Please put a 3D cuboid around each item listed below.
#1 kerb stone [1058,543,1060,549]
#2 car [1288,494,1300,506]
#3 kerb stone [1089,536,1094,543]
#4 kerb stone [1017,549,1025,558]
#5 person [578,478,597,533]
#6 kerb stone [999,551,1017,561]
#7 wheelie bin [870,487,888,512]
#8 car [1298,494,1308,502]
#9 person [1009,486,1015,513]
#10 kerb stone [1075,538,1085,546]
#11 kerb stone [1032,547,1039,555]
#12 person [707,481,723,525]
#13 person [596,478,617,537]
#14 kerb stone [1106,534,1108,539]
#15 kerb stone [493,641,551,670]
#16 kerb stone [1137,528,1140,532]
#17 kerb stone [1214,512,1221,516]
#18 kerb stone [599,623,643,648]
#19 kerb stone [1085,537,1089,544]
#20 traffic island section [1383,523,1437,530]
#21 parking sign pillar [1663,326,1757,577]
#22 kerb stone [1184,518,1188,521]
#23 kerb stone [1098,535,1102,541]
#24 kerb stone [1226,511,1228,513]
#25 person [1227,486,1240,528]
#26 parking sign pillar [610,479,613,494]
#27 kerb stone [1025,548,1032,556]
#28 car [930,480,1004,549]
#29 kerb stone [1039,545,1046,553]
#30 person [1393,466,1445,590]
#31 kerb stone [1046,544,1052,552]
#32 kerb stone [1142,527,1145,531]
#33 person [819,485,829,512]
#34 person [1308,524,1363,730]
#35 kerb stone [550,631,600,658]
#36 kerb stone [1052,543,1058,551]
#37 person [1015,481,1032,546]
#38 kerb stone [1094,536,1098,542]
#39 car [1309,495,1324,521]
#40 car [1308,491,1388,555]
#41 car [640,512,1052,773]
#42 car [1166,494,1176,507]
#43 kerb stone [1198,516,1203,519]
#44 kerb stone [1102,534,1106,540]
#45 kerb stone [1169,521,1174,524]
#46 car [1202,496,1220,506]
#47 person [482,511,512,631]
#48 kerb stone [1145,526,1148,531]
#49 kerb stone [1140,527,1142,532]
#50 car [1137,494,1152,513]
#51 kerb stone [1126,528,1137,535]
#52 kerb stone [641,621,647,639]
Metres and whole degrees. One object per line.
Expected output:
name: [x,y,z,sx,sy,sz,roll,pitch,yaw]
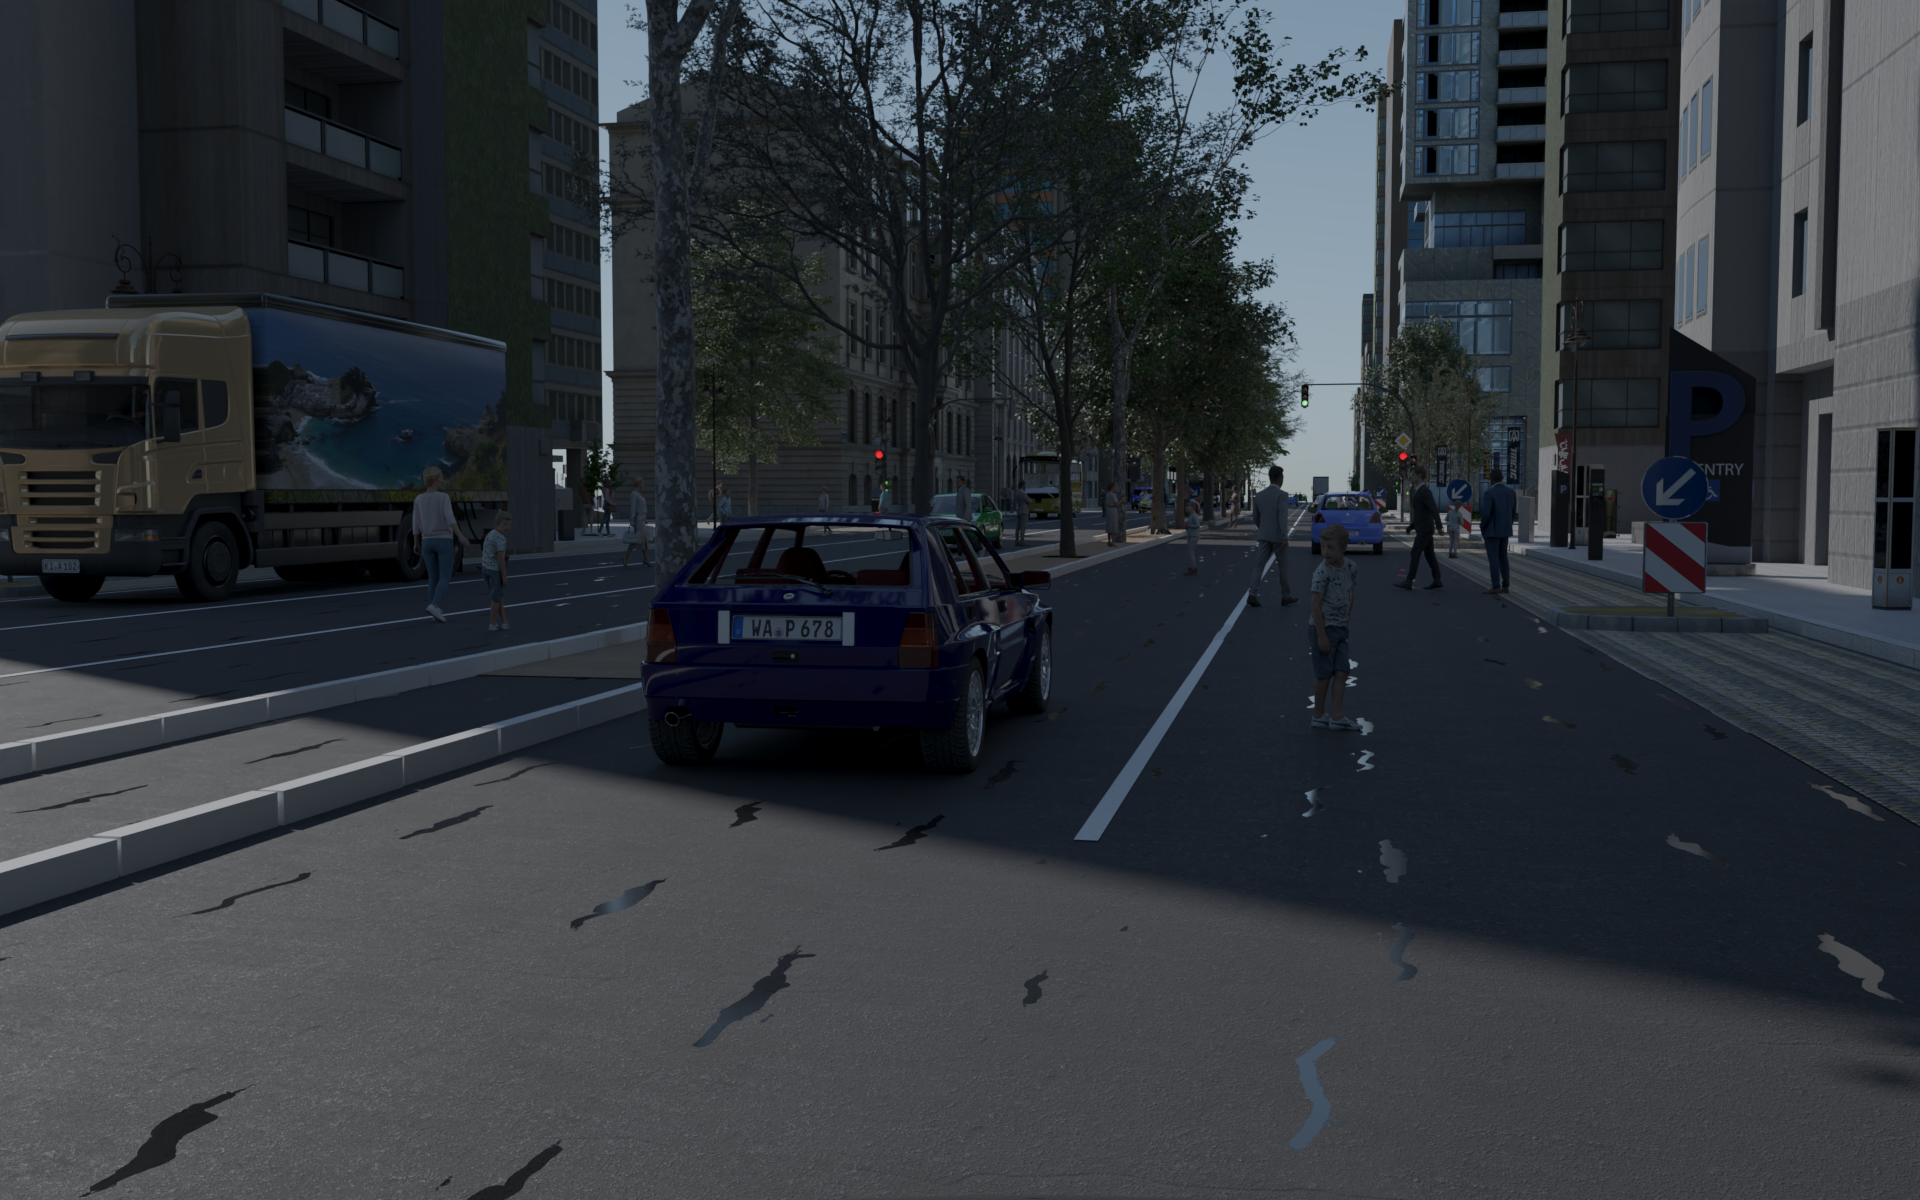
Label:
kerb stone: [2.484,-1.361,44.594,0.120,0.150,1.000,1,4,12]
car: [39.271,-11.977,205.419,1.945,1.707,3.694,1,4,12]
kerb stone: [3.717,-1.738,50.617,0.120,0.150,1.000,1,4,12]
kerb stone: [1.251,-0.993,38.577,0.120,0.150,1.000,1,4,12]
person: [-12.202,-3.113,56.907,0.573,1.828,0.580,3,5,43]
kerb stone: [1.038,-0.941,37.576,0.120,0.150,1.000,1,4,12]
wheelie bin: [-3.880,-4.579,82.779,0.980,1.594,0.693,2,4,29]
car: [58.715,-17.642,297.245,1.959,1.807,4.718,1,4,11]
person: [3.525,-6.806,117.323,0.388,1.821,0.555,0,4,-1]
kerb stone: [3.303,-1.615,48.608,0.120,0.150,1.000,1,4,12]
kerb stone: [1.656,-1.124,40.581,0.120,0.150,1.000,1,4,12]
person: [-10.048,-4.018,71.707,0.822,1.834,0.622,0,4,6]
person: [-10.520,-2.738,51.402,0.643,1.750,0.593,-2,4,-28]
kerb stone: [4.541,-1.984,54.626,0.120,0.150,1.000,1,4,12]
kerb stone: [-3.712,0.473,14.468,0.120,0.150,1.000,1,4,12]
kerb stone: [6.403,-2.537,63.679,0.120,0.150,1.000,1,4,12]
kerb stone: [17.621,-5.881,118.392,0.120,0.150,1.000,1,4,12]
kerb stone: [-3.292,0.351,16.477,0.120,0.150,1.000,1,4,12]
kerb stone: [3.511,-1.672,49.616,0.120,0.150,1.000,1,4,12]
traffic island section: [18.443,-2.958,70.640,2.009,0.180,2.903,1,4,12]
parking sign pillar: [11.890,-2.385,27.475,1.447,3.967,1.447,2,4,27]
kerb stone: [11.857,-4.166,90.304,0.120,0.150,1.000,1,4,12]
kerb stone: [4.125,-1.861,52.622,0.120,0.150,1.000,1,4,12]
kerb stone: [19.272,-6.373,126.409,0.120,0.150,1.000,1,4,12]
person: [11.525,-3.922,72.963,0.374,1.781,0.599,-1,4,-20]
parking sign pillar: [-22.066,-7.538,111.710,1.447,3.967,1.447,1,4,20]
kerb stone: [1.445,-1.063,39.581,0.120,0.150,1.000,1,4,12]
car: [-0.020,-2.177,44.396,1.959,1.807,4.718,1,4,11]
kerb stone: [1.863,-1.186,41.586,0.120,0.150,1.000,1,4,12]
person: [6.873,-1.080,25.942,0.755,1.850,0.659,1,4,13]
kerb stone: [2.068,-1.247,42.589,0.120,0.150,1.000,1,4,12]
kerb stone: [6.811,-2.660,65.691,0.120,0.150,1.000,1,4,12]
person: [-4.597,-3.065,59.279,0.598,1.740,0.731,-3,5,-40]
person: [2.292,0.160,10.561,0.332,1.250,0.352,0,4,7]
kerb stone: [-3.495,0.416,15.475,0.120,0.150,1.000,1,4,12]
kerb stone: [2.270,-1.308,43.593,0.120,0.150,1.000,1,4,12]
person: [1.772,-2.395,47.838,0.466,1.800,0.511,-3,5,-40]
kerb stone: [3.926,-1.796,51.619,0.120,0.150,1.000,1,4,12]
car: [19.778,-4.918,92.769,2.083,1.381,4.827,1,4,11]
car: [9.479,-2.003,42.347,1.945,1.707,3.694,1,4,13]
car: [-0.493,0.136,10.364,1.945,1.354,3.894,1,4,11]
car: [23.417,-11.180,191.589,1.959,1.807,4.718,1,4,13]
kerb stone: [14.131,-4.840,101.332,0.120,0.150,1.000,1,4,12]
kerb stone: [4.336,-1.920,53.625,0.120,0.150,1.000,1,4,12]
kerb stone: [10.010,-3.611,81.268,0.120,0.150,1.000,1,4,12]
car: [29.559,-11.980,204.543,2.281,1.827,5.304,1,4,13]
person: [-4.865,-0.308,18.217,0.352,1.250,0.332,0,4,-1]
kerb stone: [7.016,-2.720,66.695,0.120,0.150,1.000,1,4,12]
kerb stone: [6.607,-2.597,64.689,0.120,0.150,1.000,1,4,12]
car: [14.483,-7.384,130.956,2.015,1.641,3.980,1,4,11]
kerb stone: [6.194,-2.476,62.674,0.120,0.150,1.000,1,4,12]
kerb stone: [-3.089,0.288,17.479,0.120,0.150,1.000,1,4,12]
